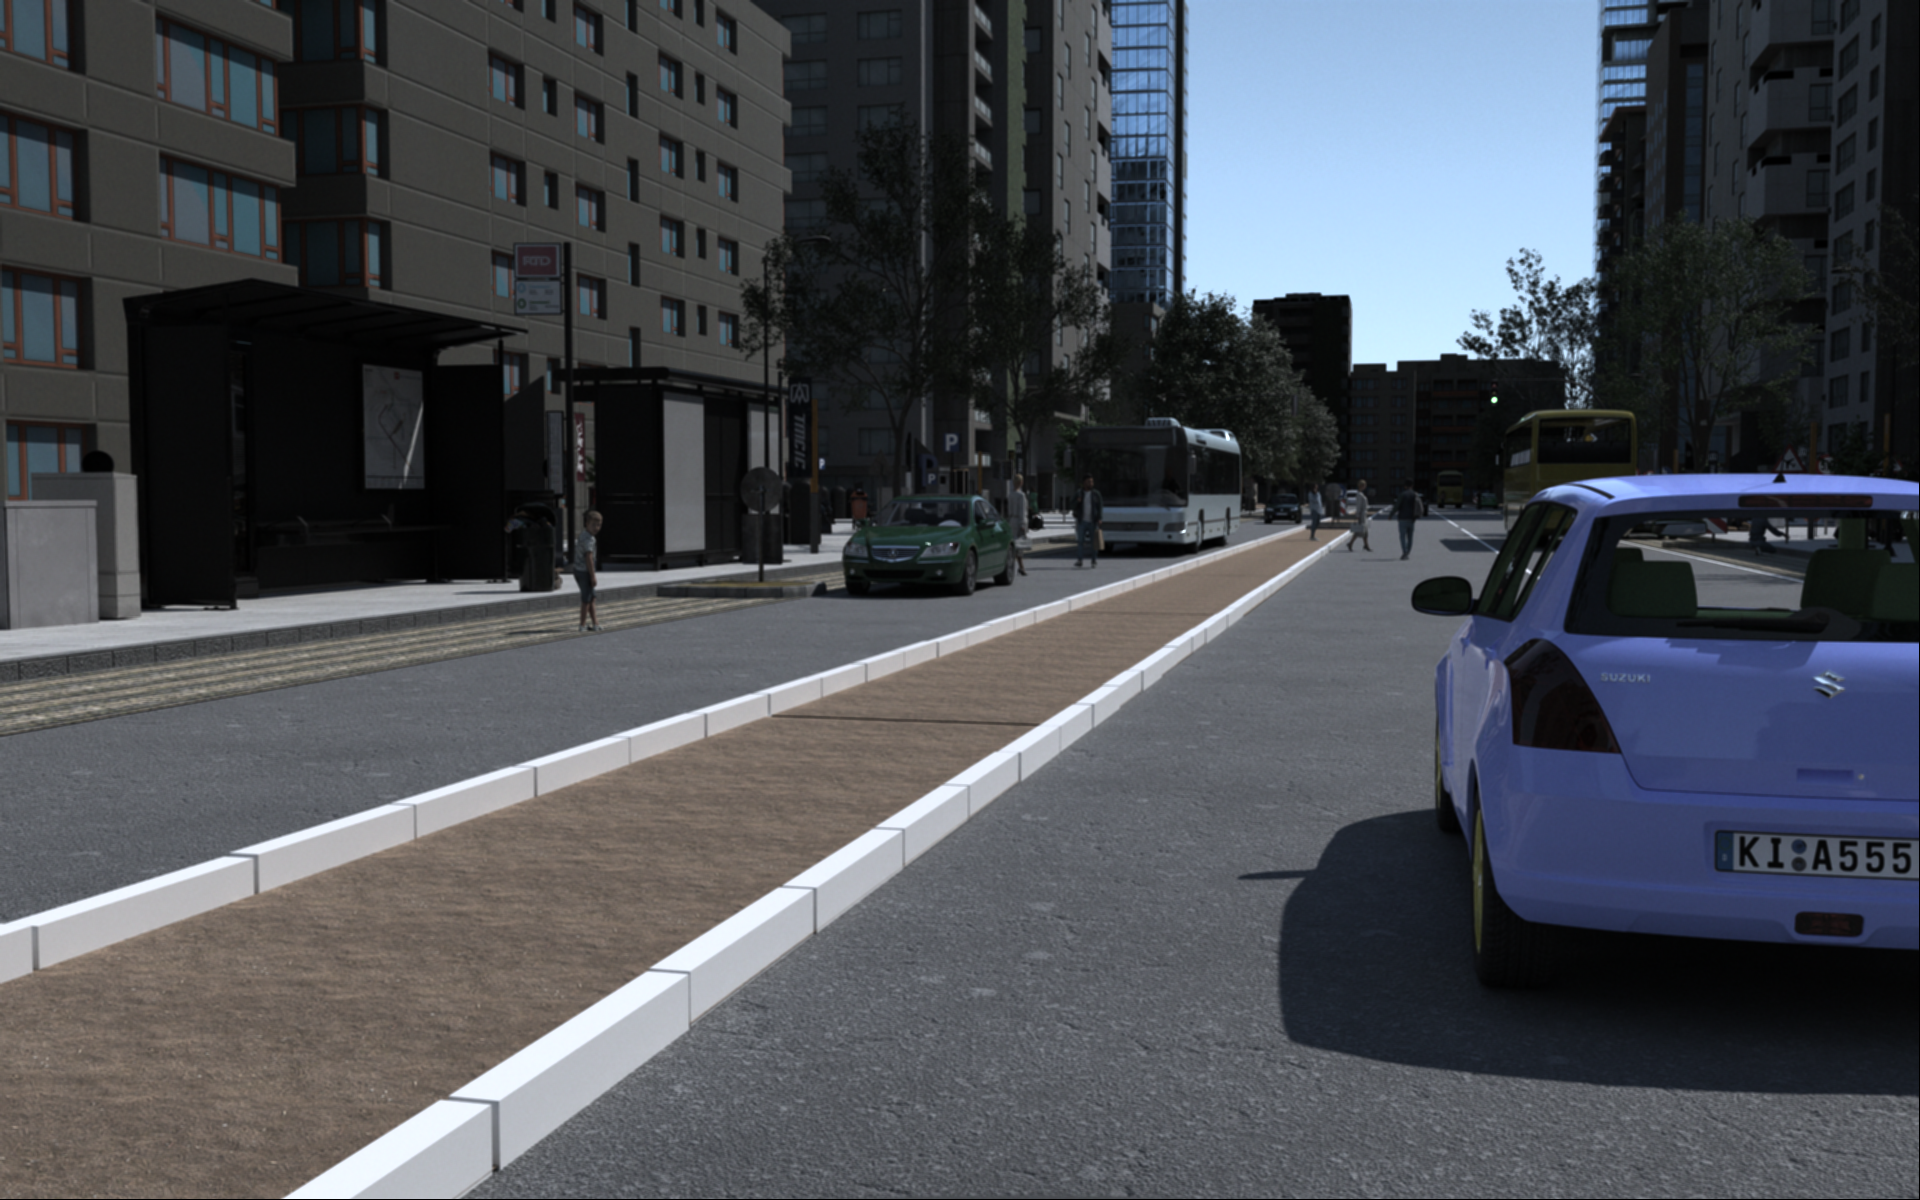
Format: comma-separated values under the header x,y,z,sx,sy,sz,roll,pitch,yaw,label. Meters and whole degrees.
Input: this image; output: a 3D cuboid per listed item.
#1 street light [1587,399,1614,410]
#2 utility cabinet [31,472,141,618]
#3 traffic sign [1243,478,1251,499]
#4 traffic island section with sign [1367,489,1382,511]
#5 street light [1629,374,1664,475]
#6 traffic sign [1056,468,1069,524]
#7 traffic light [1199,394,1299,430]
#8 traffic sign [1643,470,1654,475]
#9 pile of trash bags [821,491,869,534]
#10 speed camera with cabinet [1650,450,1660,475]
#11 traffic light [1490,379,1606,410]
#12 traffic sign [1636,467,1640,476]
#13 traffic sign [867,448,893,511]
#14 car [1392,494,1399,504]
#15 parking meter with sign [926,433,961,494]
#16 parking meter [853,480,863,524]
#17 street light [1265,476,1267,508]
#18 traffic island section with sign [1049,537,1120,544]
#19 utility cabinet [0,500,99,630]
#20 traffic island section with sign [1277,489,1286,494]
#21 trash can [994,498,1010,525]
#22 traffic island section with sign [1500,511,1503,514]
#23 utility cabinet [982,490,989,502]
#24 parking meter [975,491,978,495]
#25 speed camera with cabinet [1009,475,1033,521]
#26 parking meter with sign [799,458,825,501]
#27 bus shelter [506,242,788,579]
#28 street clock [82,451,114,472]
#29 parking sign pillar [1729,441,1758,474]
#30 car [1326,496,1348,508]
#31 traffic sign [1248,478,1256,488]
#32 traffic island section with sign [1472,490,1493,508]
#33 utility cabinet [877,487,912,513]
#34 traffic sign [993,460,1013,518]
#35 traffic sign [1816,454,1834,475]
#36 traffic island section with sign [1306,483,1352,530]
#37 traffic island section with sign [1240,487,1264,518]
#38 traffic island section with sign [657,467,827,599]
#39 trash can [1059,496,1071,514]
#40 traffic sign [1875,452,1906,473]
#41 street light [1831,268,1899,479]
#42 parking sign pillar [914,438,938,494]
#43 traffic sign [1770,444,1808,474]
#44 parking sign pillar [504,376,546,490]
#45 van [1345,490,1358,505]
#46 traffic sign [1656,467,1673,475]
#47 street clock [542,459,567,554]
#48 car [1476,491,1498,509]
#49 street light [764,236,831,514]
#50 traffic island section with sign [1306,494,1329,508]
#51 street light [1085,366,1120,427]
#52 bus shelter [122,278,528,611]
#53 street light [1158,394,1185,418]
x,y,z,sx,sy,sz,roll,pitch,yaw,label
31.228,-6.844,84.441,1.470,5.913,1.316,1,4,14,street light
-9.027,-0.564,17.905,1.173,1.500,0.318,2,4,23,utility cabinet
21.968,-8.149,133.341,0.768,2.556,0.104,1,4,16,traffic sign
35.853,-8.727,150.824,2.006,1.907,1.989,1,4,14,traffic island section with sign
26.616,-5.786,67.135,1.470,5.913,1.316,1,4,14,street light
4.460,-4.525,74.094,0.768,2.556,0.104,1,4,15,traffic sign
13.044,-6.403,79.353,4.771,5.953,1.251,1,4,14,traffic light
36.851,-5.656,92.574,0.768,2.556,0.104,1,4,17,traffic sign
-4.678,-2.862,56.547,3.447,1.369,1.912,-1,4,-14,pile of trash bags
30.621,-5.097,77.671,2.038,3.252,0.660,-1,4,-8,speed camera with cabinet
23.335,-5.727,68.297,4.771,5.953,1.251,1,4,14,traffic light
29.847,-4.708,77.083,0.768,2.556,0.104,1,4,17,traffic sign
-2.264,-3.015,49.295,0.884,2.594,0.081,1,4,22,traffic sign
45.568,-10.313,178.401,2.009,1.686,4.222,1,4,15,car
-0.644,-3.205,48.664,0.543,3.016,1.738,2,4,31,parking meter with sign
-4.364,-4.191,74.233,0.399,1.863,0.255,-1,4,-21,parking meter
26.083,-10.504,144.281,1.470,5.913,1.316,1,4,14,street light
3.763,-2.572,50.686,1.989,1.847,2.006,1,4,14,traffic island section with sign
-8.906,-0.346,16.819,0.306,1.237,1.020,2,4,23,utility cabinet
24.172,-7.413,129.832,1.989,1.847,2.006,1,4,14,traffic island section with sign
1.692,-3.481,68.564,0.748,1.137,0.748,0,3,0,trash can
40.423,-7.184,126.092,1.989,1.847,2.006,1,4,14,traffic island section with sign
1.869,-6.426,113.744,1.173,1.500,0.318,-2,4,-25,utility cabinet
1.018,-5.227,93.870,0.372,1.533,0.369,0,3,0,parking meter
2.916,-5.389,82.438,0.660,3.252,2.038,1,4,20,speed camera with cabinet
-7.476,-5.412,84.743,1.738,3.016,0.543,2,4,29,parking meter with sign
-5.407,-3.211,30.137,2.179,5.291,8.768,1,4,15,bus shelter
-14.382,-1.491,28.949,0.471,2.002,0.358,-1,4,-21,street clock
39.280,-6.018,86.861,1.447,3.967,1.447,2,4,25,parking sign pillar
37.376,-9.775,171.613,2.131,1.459,4.920,1,4,14,car
22.480,-8.181,133.864,0.768,2.556,0.104,1,4,22,traffic sign
52.971,-10.161,174.753,1.989,1.847,2.006,1,4,14,traffic island section with sign
-2.193,-3.023,58.113,1.173,1.500,0.318,2,4,29,utility cabinet
1.266,-3.017,51.456,0.606,2.300,0.079,1,4,19,traffic sign
27.354,-3.335,54.640,0.768,2.556,0.104,1,4,20,traffic sign
15.234,-3.838,70.885,2.006,1.907,1.989,1,4,14,traffic island section with sign
17.431,-5.817,103.730,1.989,1.847,2.006,1,4,14,traffic island section with sign
-2.987,-0.976,24.586,1.989,1.847,2.006,1,4,14,traffic island section with sign
6.775,-6.129,111.869,0.748,1.137,0.748,0,3,0,trash can
24.022,-2.744,44.875,0.884,2.594,0.081,1,4,20,traffic sign
18.533,-3.852,35.517,1.470,5.913,1.316,1,4,14,street light
-1.603,-5.838,83.929,1.447,3.967,1.447,3,5,44,parking sign pillar
21.328,-2.728,44.609,0.884,2.594,0.081,1,4,16,traffic sign
-10.082,-3.105,39.234,1.447,3.967,1.447,-3,4,-38,parking sign pillar
41.952,-10.900,185.218,2.013,2.044,4.112,1,4,14,van
32.582,-4.898,80.189,0.768,2.556,0.104,1,4,22,traffic sign
-7.711,-1.746,33.117,0.471,2.002,0.358,1,4,18,street clock
50.008,-9.504,164.179,1.959,1.807,4.718,1,4,14,car
-3.009,-3.604,31.468,1.470,5.913,1.316,1,4,14,street light
36.803,-10.411,178.843,1.989,1.847,2.006,1,4,14,traffic island section with sign
5.132,-5.538,63.093,1.470,5.913,1.316,1,4,14,street light
-7.772,-1.885,22.108,1.731,3.624,6.357,1,4,14,bus shelter
9.782,-6.620,80.770,1.470,5.913,1.316,1,4,14,street light
